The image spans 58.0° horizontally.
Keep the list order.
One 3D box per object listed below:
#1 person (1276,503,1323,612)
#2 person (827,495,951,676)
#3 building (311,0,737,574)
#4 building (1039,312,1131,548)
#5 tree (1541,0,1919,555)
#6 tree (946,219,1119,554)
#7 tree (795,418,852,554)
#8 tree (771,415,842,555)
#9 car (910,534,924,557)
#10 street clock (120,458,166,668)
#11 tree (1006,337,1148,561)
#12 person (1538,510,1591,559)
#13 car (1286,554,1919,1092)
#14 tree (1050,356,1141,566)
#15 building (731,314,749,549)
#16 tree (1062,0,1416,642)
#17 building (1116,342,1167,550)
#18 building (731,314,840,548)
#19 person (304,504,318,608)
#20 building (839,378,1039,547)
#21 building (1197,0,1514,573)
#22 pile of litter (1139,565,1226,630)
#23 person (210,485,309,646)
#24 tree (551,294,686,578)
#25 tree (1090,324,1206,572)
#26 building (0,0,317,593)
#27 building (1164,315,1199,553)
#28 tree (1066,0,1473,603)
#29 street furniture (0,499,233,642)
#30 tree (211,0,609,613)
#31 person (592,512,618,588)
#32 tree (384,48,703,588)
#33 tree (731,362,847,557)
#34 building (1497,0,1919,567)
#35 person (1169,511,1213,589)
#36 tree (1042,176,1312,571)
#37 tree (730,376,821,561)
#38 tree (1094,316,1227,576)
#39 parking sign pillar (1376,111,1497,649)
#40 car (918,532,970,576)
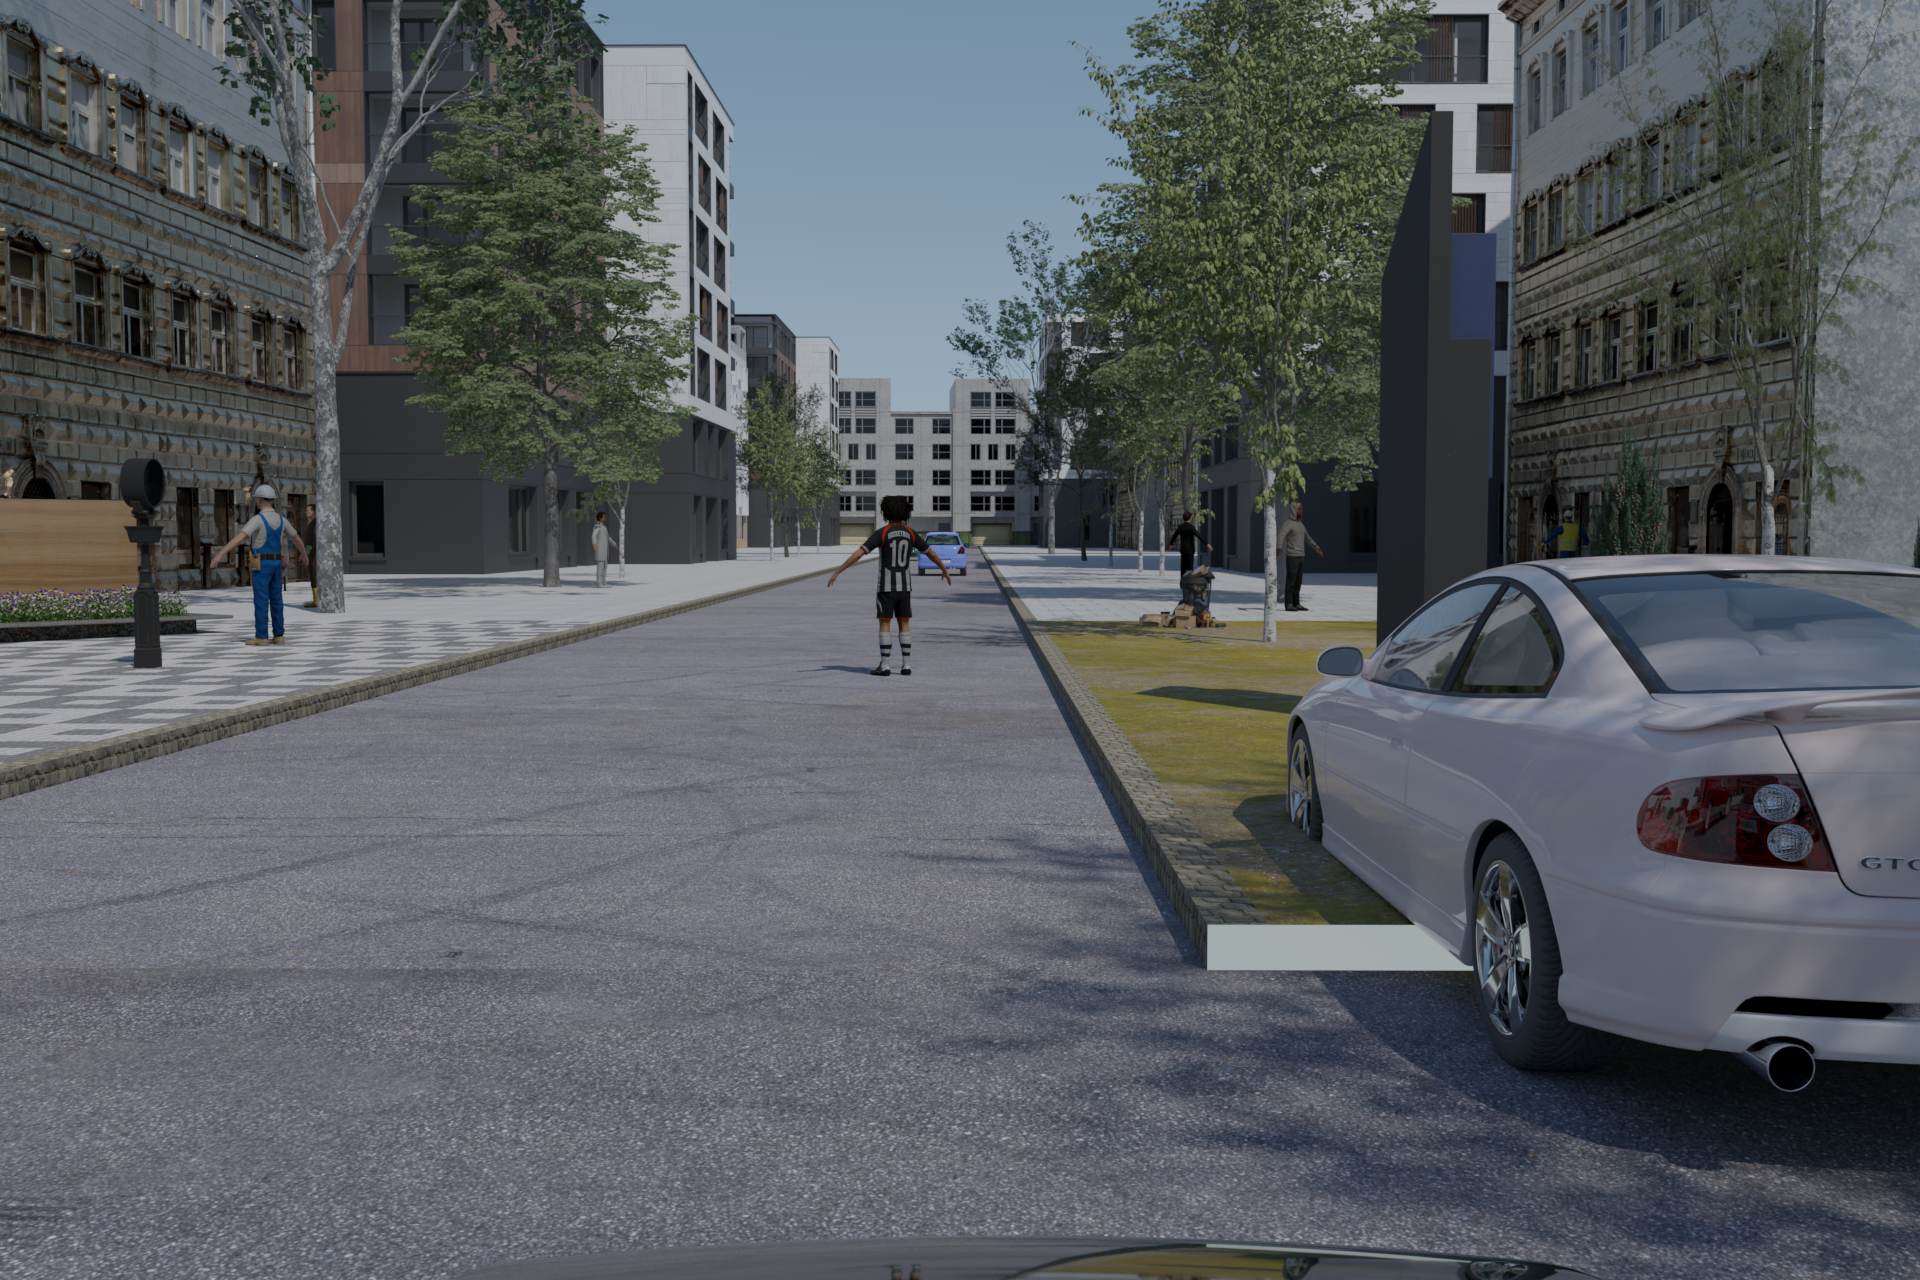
[{"bbox_3d":[5.588,-1.385,28.779,0.705,1.813,1.348,3,5,43],"label":"person"},{"bbox_3d":[-0.676,-0.546,17.532,1.345,1.843,0.704,-2,4,-24],"label":"person"},{"bbox_3d":[-25.392,-13.867,70.693,27.936,21.610,32.646,0,4,1],"label":"building"},{"bbox_3d":[21.834,-20.308,176.004,27.936,21.610,32.646,0,4,0],"label":"building"},{"bbox_3d":[9.517,-4.246,19.786,4.360,8.622,3.978,0,3,0],"label":"tree"},{"bbox_3d":[4.459,-15.378,107.319,12.611,20.169,13.585,0,3,0],"label":"tree"},{"bbox_3d":[-9.022,-9.793,110.484,4.737,8.622,4.395,0,3,0],"label":"tree"},{"bbox_3d":[-9.476,-9.394,103.959,4.737,8.622,4.395,0,3,0],"label":"tree"},{"bbox_3d":[-2.715,-5.041,94.211,2.131,1.459,4.920,0,4,1],"label":"car"},{"bbox_3d":[-7.800,-0.735,16.583,0.358,2.002,0.471,0,3,0],"label":"street clock"},{"bbox_3d":[5.619,-9.069,82.683,7.601,10.594,8.767,1,4,12],"label":"tree"},{"bbox_3d":[14.217,-2.115,40.551,1.349,1.833,0.705,-1,4,-8],"label":"person"},{"bbox_3d":[2.381,0.389,6.004,2.083,1.381,4.827,0,3,0],"label":"car"},{"bbox_3d":[6.088,-7.243,68.779,4.360,8.622,3.978,0,3,0],"label":"tree"},{"bbox_3d":[-24.623,-17.757,146.744,16.016,20.090,11.380,0,4,1],"label":"building"},{"bbox_3d":[3.461,-4.277,20.294,4.737,8.622,4.395,0,3,0],"label":"tree"},{"bbox_3d":[23.402,-19.338,147.105,19.493,23.208,18.063,0,4,0],"label":"building"},{"bbox_3d":[-27.454,-20.384,177.244,27.936,21.610,32.646,0,4,1],"label":"building"},{"bbox_3d":[-11.307,-1.475,30.257,0.704,1.812,1.346,-1,4,-17],"label":"person"},{"bbox_3d":[-0.888,-20.475,203.672,31.486,18.905,16.747,0,4,-3],"label":"building"},{"bbox_3d":[23.617,-13.949,72.044,27.936,21.610,32.646,0,4,1],"label":"building"},{"bbox_3d":[3.078,-0.616,24.044,1.176,0.858,1.719,0,4,-2],"label":"pile of litter"},{"bbox_3d":[-8.030,-0.866,20.023,0.705,1.847,1.347,2,4,28],"label":"person"},{"bbox_3d":[-9.926,-6.131,50.608,4.360,8.622,3.978,0,3,0],"label":"tree"},{"bbox_3d":[5.963,-6.574,57.854,4.360,8.622,3.978,0,3,0],"label":"tree"},{"bbox_3d":[-26.559,-12.626,37.366,19.493,23.208,18.063,0,4,0],"label":"building"},{"bbox_3d":[25.526,-18.187,128.289,19.493,23.208,18.063,0,4,0],"label":"building"},{"bbox_3d":[5.884,-7.000,32.579,7.486,12.596,7.792,0,3,0],"label":"tree"},{"bbox_3d":[-14.449,-0.850,20.748,11.010,1.723,9.812,3,4,36],"label":"street furniture"},{"bbox_3d":[-9.039,-10.447,26.694,12.611,20.169,13.585,0,3,0],"label":"tree"},{"bbox_3d":[-8.486,-2.139,41.166,0.705,1.806,1.347,1,4,10],"label":"person"},{"bbox_3d":[-10.273,-7.551,41.581,7.486,12.596,7.792,0,3,0],"label":"tree"},{"bbox_3d":[-9.837,-9.805,94.728,7.601,10.594,8.767,-2,4,-25],"label":"tree"},{"bbox_3d":[25.061,-12.829,40.688,19.493,23.208,18.063,0,4,0],"label":"building"},{"bbox_3d":[5.311,-2.087,40.302,0.705,1.806,1.347,-3,4,-38],"label":"person"},{"bbox_3d":[5.617,-6.738,44.572,7.601,10.594,8.767,0,4,-5],"label":"tree"},{"bbox_3d":[-8.657,-8.030,81.658,4.737,8.622,4.395,0,3,0],"label":"tree"},{"bbox_3d":[6.090,-6.217,52.017,4.737,8.622,4.395,0,3,0],"label":"tree"},{"bbox_3d":[3.207,-1.425,11.779,1.447,3.967,1.447,0,4,0],"label":"parking sign pillar"},{"bbox_3d":[-0.613,-3.113,60.486,1.945,1.707,3.694,0,4,-1],"label":"car"}]
